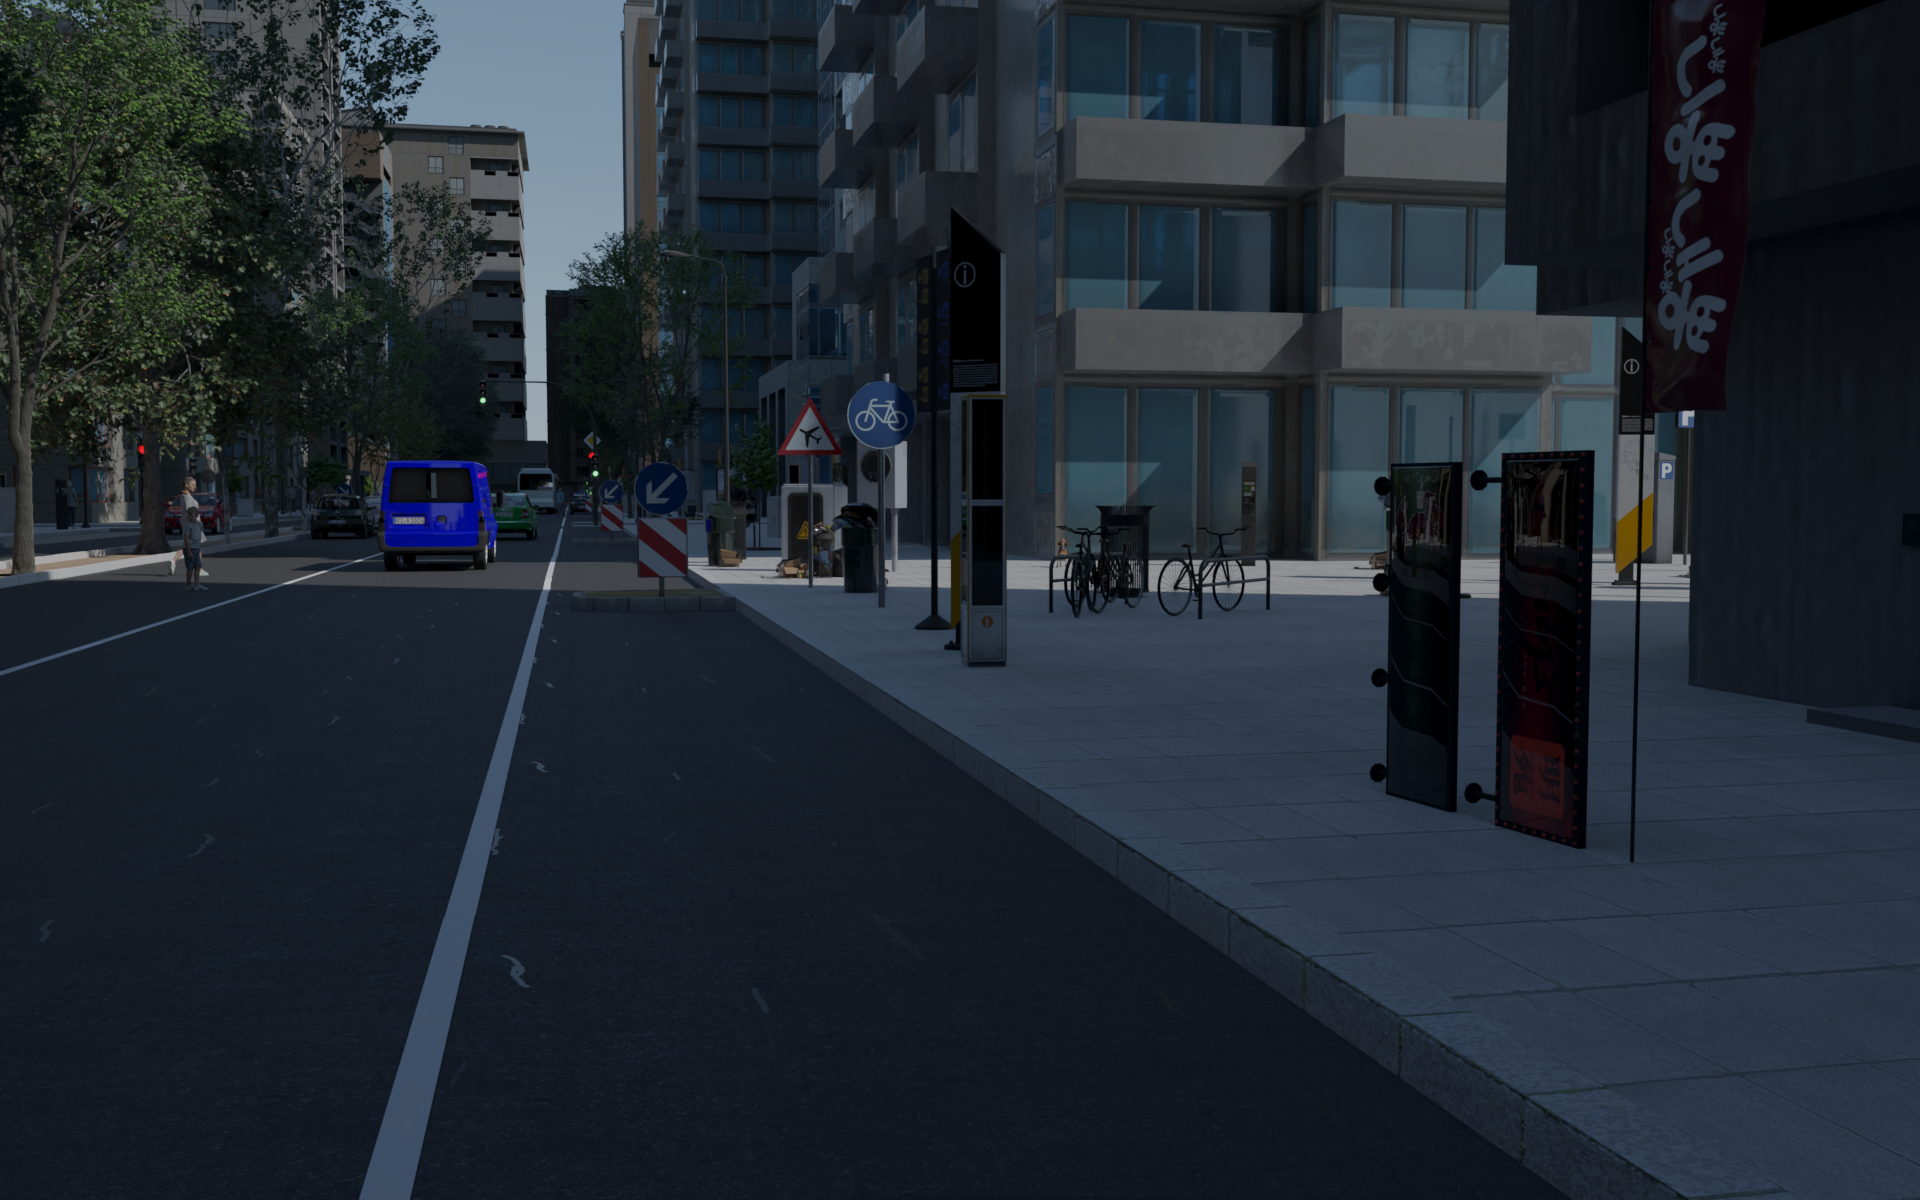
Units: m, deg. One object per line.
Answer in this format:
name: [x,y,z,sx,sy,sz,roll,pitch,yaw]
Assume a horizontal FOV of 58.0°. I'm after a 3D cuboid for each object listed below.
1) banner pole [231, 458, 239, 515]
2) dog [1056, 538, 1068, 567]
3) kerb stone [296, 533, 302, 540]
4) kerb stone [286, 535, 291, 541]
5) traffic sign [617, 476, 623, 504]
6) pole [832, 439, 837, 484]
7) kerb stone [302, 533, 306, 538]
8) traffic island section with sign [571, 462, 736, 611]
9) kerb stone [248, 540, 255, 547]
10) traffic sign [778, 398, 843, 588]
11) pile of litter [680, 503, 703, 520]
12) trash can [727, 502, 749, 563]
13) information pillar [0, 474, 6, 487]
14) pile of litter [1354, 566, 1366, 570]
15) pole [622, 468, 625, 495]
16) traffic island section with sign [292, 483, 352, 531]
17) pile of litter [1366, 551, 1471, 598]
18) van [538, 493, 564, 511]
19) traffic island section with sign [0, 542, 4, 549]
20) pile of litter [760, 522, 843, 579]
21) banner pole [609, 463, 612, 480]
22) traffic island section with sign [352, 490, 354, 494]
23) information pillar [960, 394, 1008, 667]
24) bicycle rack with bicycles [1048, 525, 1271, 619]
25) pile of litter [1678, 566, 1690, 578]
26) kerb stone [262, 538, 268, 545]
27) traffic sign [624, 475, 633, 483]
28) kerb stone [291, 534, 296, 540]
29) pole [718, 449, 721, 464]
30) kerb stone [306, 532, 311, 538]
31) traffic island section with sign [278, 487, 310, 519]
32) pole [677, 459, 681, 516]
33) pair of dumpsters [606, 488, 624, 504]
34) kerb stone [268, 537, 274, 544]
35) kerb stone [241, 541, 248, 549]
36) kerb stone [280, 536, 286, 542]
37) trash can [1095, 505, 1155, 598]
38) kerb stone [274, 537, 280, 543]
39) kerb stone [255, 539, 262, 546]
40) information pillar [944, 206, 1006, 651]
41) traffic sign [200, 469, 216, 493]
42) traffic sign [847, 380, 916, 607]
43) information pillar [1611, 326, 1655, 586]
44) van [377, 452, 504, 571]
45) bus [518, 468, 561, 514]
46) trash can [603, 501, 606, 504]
banner pole: [-43.697,-6.997,104.417,0.401,3.779,0.863,1,4,16]
dog: [1.790,-0.826,30.341,0.406,0.507,0.540,-3,4,-36]
kerb stone: [-20.985,-1.983,54.615,0.120,0.150,1.000,-1,4,-13]
kerb stone: [-20.540,-1.861,52.620,0.120,0.150,1.000,-1,4,-13]
traffic sign: [-23.388,-7.311,119.637,0.768,2.556,0.104,-1,4,-9]
pole: [-4.666,-4.319,64.458,0.158,3.312,0.155,0,3,0]
kerb stone: [-21.221,-2.043,55.625,0.120,0.150,1.000,-1,4,-13]
traffic island section with sign: [-3.961,-0.828,22.161,1.989,1.847,2.006,-1,4,-13]
kerb stone: [-19.192,-1.494,46.618,0.120,0.150,1.000,-1,4,-13]
traffic sign: [-2.041,-1.443,23.600,0.884,2.594,0.081,-1,4,-9]
pile of litter: [-13.066,-4.342,84.952,1.719,0.858,1.176,0,4,-4]
trash can: [-4.295,-1.264,32.318,0.748,1.137,0.748,0,3,0]
information pillar: [-34.907,-3.577,62.982,0.304,2.012,0.304,1,4,17]
pile of litter: [7.540,-0.959,29.651,1.719,0.858,1.176,0,4,-4]
pole: [-25.861,-8.520,133.145,0.158,3.312,0.155,0,3,0]
traffic island section with sign: [-25.146,-3.681,68.314,2.006,1.907,1.989,-1,4,-13]
pile of litter: [5.798,-0.470,21.653,1.176,0.858,1.719,1,4,19]
van: [-34.773,-8.713,146.846,2.240,2.365,5.245,-1,4,-11]
traffic island section with sign: [-26.135,-2.228,45.064,1.989,1.847,2.006,-1,4,-13]
pile of litter: [-2.320,-0.782,26.743,1.719,0.858,1.176,-2,4,-25]
banner pole: [-27.865,-9.051,137.998,0.401,3.779,0.863,0,4,4]
traffic island section with sign: [-44.156,-7.135,125.282,1.989,1.847,2.006,-1,4,-13]
information pillar: [0.177,-0.516,12.930,0.304,2.012,0.304,-1,4,-10]
bicycle rack with bicycles: [2.002,-0.336,18.873,2.852,0.926,2.925,2,4,34]
pile of litter: [11.920,-0.760,26.398,1.719,0.858,1.176,2,4,34]
kerb stone: [-19.635,-1.613,48.616,0.120,0.150,1.000,-1,4,-13]
traffic sign: [-19.751,-6.340,103.763,0.768,2.556,0.104,0,4,-8]
kerb stone: [-20.769,-1.919,53.616,0.120,0.150,1.000,-1,4,-13]
pole: [-10.868,-5.171,78.391,0.158,3.312,0.155,0,3,0]
kerb stone: [-21.435,-2.105,56.624,0.120,0.150,1.000,-1,4,-13]
traffic island section with sign: [-38.193,-5.513,98.771,1.989,1.847,2.006,-1,4,-13]
pole: [-16.481,-6.596,101.688,0.158,3.312,0.155,0,3,0]
pair of dumpsters: [-24.798,-7.453,124.355,1.574,2.255,4.437,-1,4,-13]
kerb stone: [-19.863,-1.677,49.613,0.120,0.150,1.000,-1,4,-13]
kerb stone: [-18.968,-1.433,45.621,0.120,0.150,1.000,-1,4,-13]
kerb stone: [-20.318,-1.800,51.619,0.120,0.150,1.000,-1,4,-13]
trash can: [2.056,-0.609,21.616,0.748,1.137,0.748,0,3,0]
kerb stone: [-20.088,-1.738,50.614,0.120,0.150,1.000,-1,4,-13]
kerb stone: [-19.418,-1.553,47.615,0.120,0.150,1.000,-1,4,-13]
information pillar: [0.132,-1.392,14.108,0.504,3.616,0.183,2,4,31]
traffic sign: [-38.094,-5.361,87.765,0.768,2.556,0.104,0,4,-6]
traffic sign: [-0.886,-1.189,19.543,0.768,2.556,0.104,0,4,-4]
information pillar: [9.447,-2.012,24.247,0.504,3.616,0.183,0,4,5]
van: [-10.234,-1.825,34.228,2.240,2.365,5.245,-1,4,-12]
bus: [-31.529,-8.257,129.859,2.948,3.499,13.247,-1,4,-12]
trash can: [-27.525,-7.549,135.084,0.748,1.137,0.748,0,3,0]
